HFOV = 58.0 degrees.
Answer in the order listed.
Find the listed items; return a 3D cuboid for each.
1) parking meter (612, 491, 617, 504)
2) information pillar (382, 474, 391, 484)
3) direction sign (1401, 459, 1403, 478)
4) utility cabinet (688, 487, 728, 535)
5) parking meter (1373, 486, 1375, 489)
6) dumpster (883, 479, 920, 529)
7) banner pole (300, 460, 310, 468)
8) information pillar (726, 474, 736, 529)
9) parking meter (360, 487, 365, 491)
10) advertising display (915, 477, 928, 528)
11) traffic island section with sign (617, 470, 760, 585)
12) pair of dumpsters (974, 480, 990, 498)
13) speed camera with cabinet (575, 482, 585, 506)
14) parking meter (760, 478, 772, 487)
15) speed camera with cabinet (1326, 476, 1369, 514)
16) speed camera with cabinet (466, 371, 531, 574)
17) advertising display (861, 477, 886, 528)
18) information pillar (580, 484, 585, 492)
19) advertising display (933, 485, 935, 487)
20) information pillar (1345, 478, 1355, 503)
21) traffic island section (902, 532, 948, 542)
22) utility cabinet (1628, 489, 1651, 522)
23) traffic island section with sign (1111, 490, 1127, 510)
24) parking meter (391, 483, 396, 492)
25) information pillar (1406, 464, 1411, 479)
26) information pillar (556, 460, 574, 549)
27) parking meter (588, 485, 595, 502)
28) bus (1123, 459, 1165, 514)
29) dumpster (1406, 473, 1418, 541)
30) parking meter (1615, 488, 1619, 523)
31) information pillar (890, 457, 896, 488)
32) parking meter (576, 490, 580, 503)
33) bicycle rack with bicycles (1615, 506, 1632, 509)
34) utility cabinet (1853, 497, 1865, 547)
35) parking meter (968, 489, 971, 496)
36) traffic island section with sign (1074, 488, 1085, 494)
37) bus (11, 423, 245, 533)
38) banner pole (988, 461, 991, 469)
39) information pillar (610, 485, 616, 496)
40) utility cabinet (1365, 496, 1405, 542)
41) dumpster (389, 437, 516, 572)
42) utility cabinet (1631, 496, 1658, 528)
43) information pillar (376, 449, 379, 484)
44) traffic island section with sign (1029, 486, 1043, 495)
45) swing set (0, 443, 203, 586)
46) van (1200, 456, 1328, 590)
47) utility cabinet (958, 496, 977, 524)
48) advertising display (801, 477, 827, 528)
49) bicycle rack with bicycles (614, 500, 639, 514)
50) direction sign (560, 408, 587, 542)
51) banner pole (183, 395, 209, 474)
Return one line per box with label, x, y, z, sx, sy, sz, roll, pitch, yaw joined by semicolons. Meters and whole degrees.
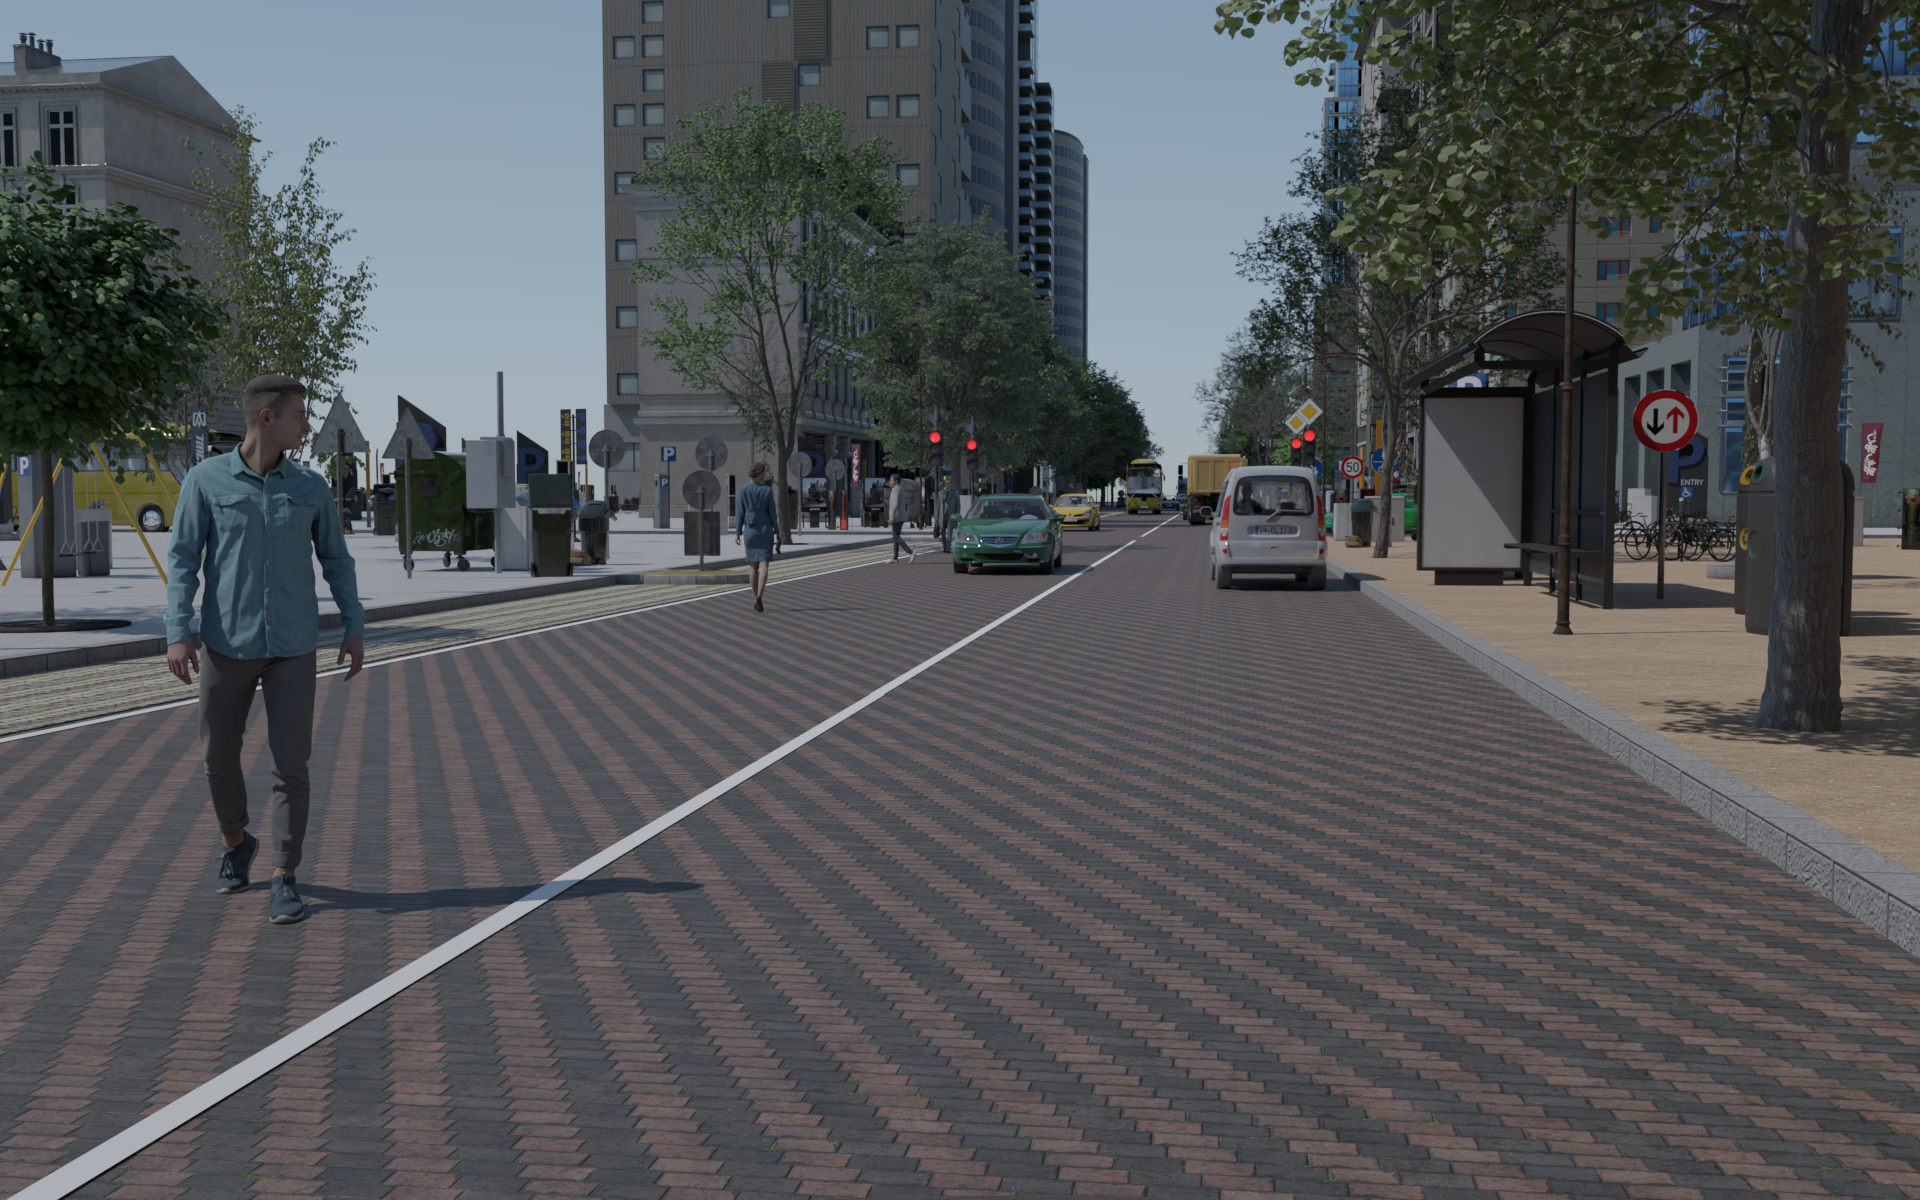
parking meter;-26.276;-7.538;131.652;0.372;1.533;0.369;0;3;0
information pillar;-21.019;-3.609;63.500;0.304;2.012;0.304;-1;4;-19
direction sign;27.174;-7.013;106.651;0.379;3.537;0.876;0;4;6
utility cabinet;-7.729;-2.719;53.138;1.173;1.500;0.318;-1;4;-14
parking meter;28.730;-6.990;119.996;0.255;1.863;0.399;1;4;12
dumpster;-2.179;-3.629;65.086;1.264;1.857;1.865;0;4;8
banner pole;-43.608;-7.655;115.175;0.863;3.779;0.401;0;4;-8
information pillar;-8.492;-3.658;64.306;0.304;2.012;0.304;-2;4;-25
parking meter;-47.398;-8.058;137.457;0.399;1.863;0.255;3;4;38
advertising display;-1.493;-3.763;66.731;0.123;1.923;0.974;-2;4;-24
traffic island section with sign;-4.302;-1.190;28.082;1.989;1.847;2.006;1;4;8
pair of dumpsters;1.651;-6.168;103.345;1.574;2.255;4.437;1;4;8
speed camera with cabinet;-28.306;-8.169;127.901;0.660;3.252;2.038;-3;5;-40
parking meter;-7.132;-3.546;63.695;0.255;1.863;0.399;3;5;44
speed camera with cabinet;19.418;-5.654;86.778;2.038;3.252;0.660;0;4;4
speed camera with cabinet;-7.467;-2.103;28.714;0.660;3.252;2.038;1;4;11
advertising display;-3.232;-3.695;65.621;0.974;1.923;0.123;-2;4;-33
information pillar;-28.554;-7.750;131.196;0.304;2.012;0.304;2;4;25
advertising display;-1.628;-7.341;125.237;0.123;1.923;0.974;2;4;34
information pillar;18.203;-4.671;80.869;0.304;2.012;0.304;-3;5;-41
traffic island section;-0.728;-1.850;52.523;2.009;0.180;2.903;1;4;8
utility cabinet;27.449;-3.749;69.970;0.318;1.500;1.173;-1;4;-11
traffic island section with sign;14.895;-9.223;159.425;1.989;1.847;2.006;1;4;8
parking meter;-29.472;-5.150;89.906;0.255;1.863;0.399;1;4;9
information pillar;32.258;-8.151;124.616;0.183;3.616;0.504;3;5;42
information pillar;-8.516;-2.009;37.342;0.304;2.012;0.304;0;4;1
parking meter;-22.946;-6.244;107.799;0.255;1.863;0.399;1;4;19
bus;13.430;-8.211;125.799;2.896;3.916;12.252;0;4;7
dumpster;12.808;-2.685;46.387;1.502;2.255;1.985;1;4;8
parking meter;28.870;-4.158;76.391;0.372;1.533;0.369;0;3;0
information pillar;-4.021;-6.890;104.005;0.183;3.616;0.504;3;4;38
parking meter;-22.995;-5.836;103.832;0.372;1.533;0.369;0;3;0
bicycle rack with bicycles;17.413;-1.728;41.635;2.925;0.926;2.852;2;4;29
utility cabinet;21.418;-1.896;42.169;1.020;1.237;0.306;0;4;5
parking meter;0.633;-6.246;107.828;0.255;1.863;0.399;0;4;3
traffic island section with sign;7.582;-6.162;109.370;1.989;1.847;2.006;1;4;8
bus;-30.747;-4.255;61.114;12.252;3.916;2.896;1;4;10
banner pole;2.214;-8.504;129.058;0.401;3.779;0.863;1;4;21
information pillar;-26.906;-7.943;134.354;0.304;2.012;0.304;1;4;16
utility cabinet;11.368;-2.154;46.379;1.020;1.237;0.306;0;4;3
dumpster;-8.577;-1.642;29.347;1.502;2.255;1.985;1;4;8
utility cabinet;26.056;-3.350;65.931;0.306;1.237;1.020;-1;4;-23
information pillar;-29.887;-5.965;88.876;0.183;3.616;0.504;-1;4;-14
traffic island section with sign;3.631;-4.510;82.368;1.989;1.847;2.006;1;4;8
swing set;-11.670;-1.547;22.917;2.862;2.851;3.119;-1;4;-13
van;4.828;-1.246;27.381;2.013;2.044;4.112;0;4;7
utility cabinet;0.220;-3.815;73.533;1.020;1.237;0.306;2;4;32
advertising display;-5.505;-3.689;65.522;0.974;1.923;0.123;0;4;-6
bicycle rack with bicycles;-22.036;-6.074;112.688;2.925;0.926;2.852;0;4;-2
direction sign;-10.268;-3.308;46.080;0.876;3.537;0.379;2;4;29
banner pole;-19.391;-3.296;43.914;0.863;3.779;0.401;1;4;13
